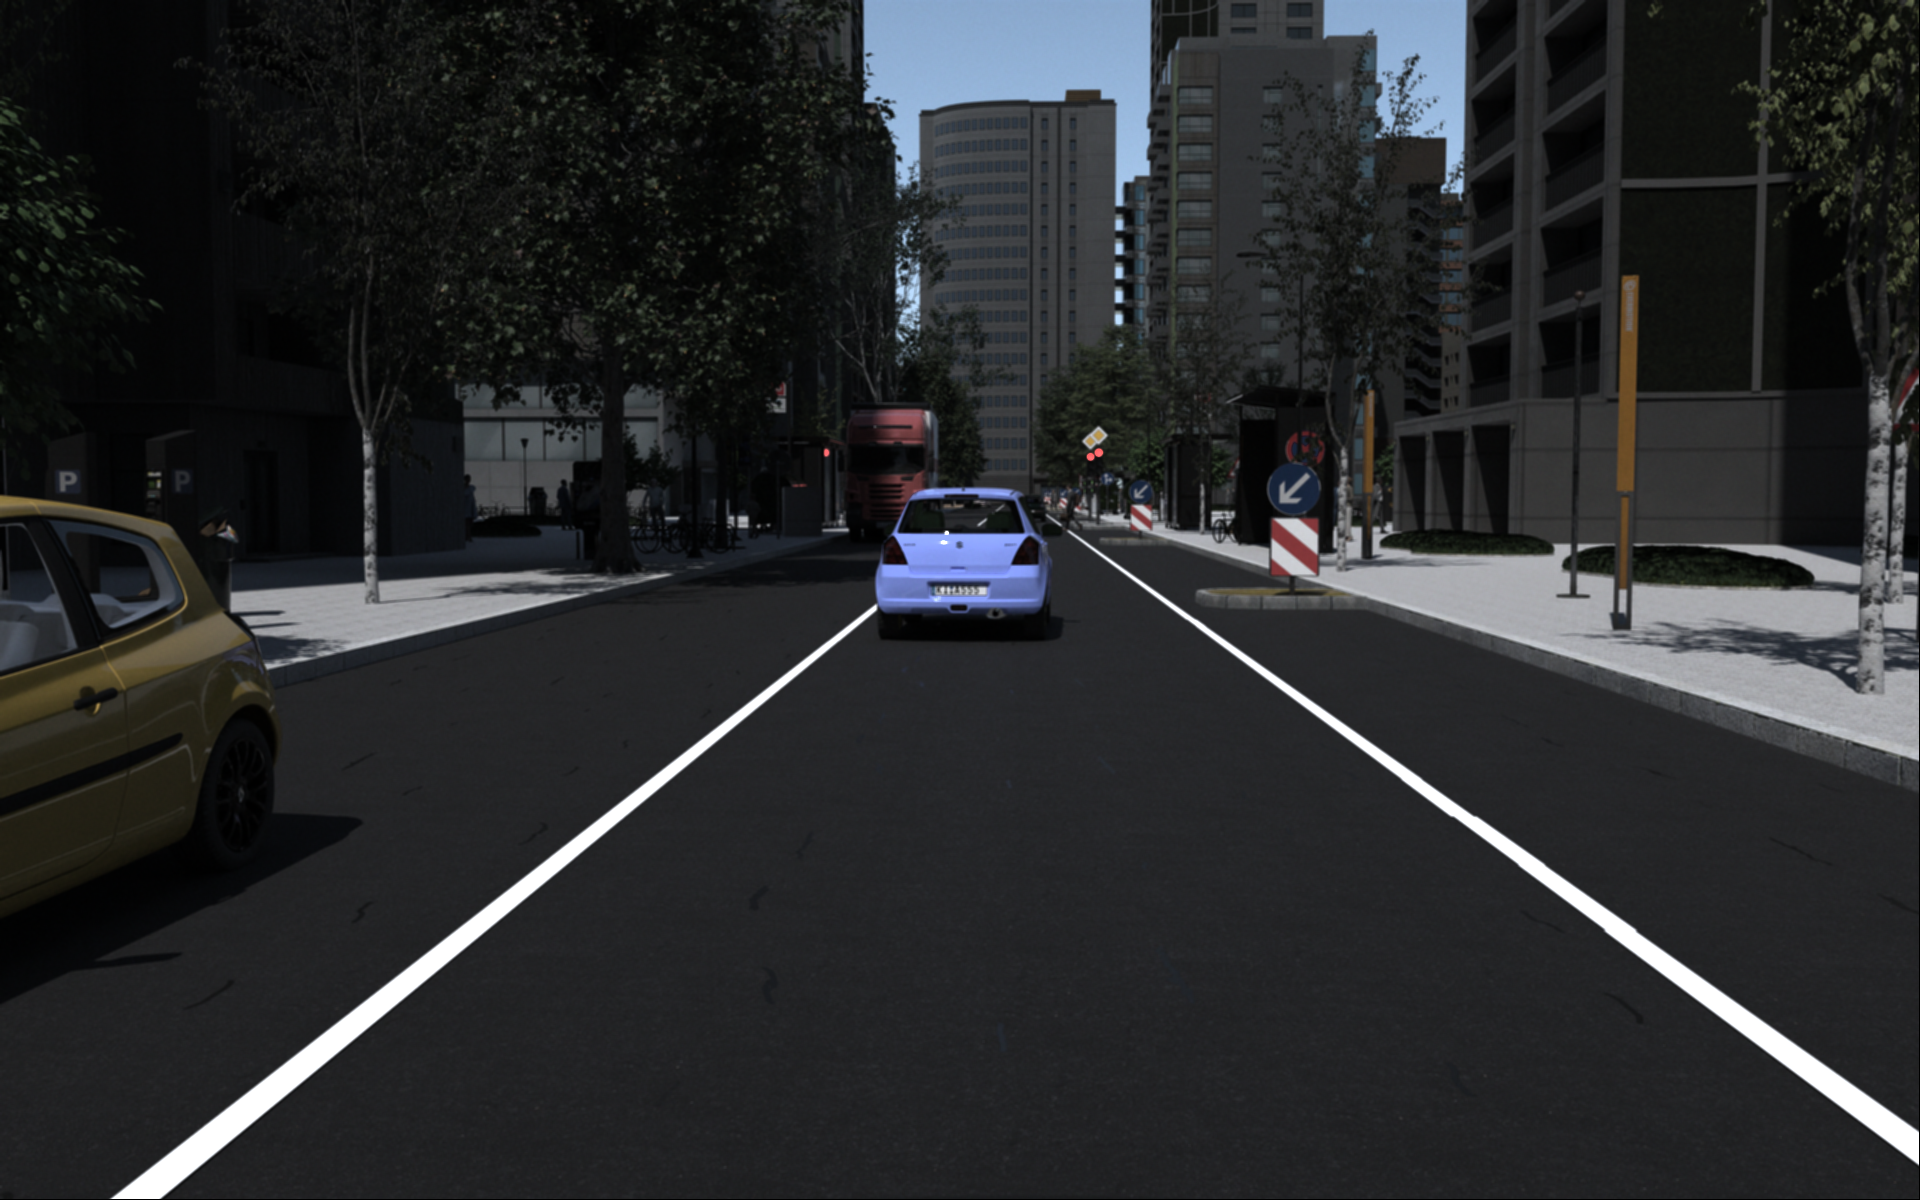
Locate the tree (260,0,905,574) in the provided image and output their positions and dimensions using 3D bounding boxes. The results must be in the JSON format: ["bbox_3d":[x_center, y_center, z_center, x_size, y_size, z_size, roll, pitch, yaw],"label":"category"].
[{"bbox_3d":[-5.679,-6.789,28.007,9.611,12.733,9.660,0,3,0],"label":"tree"}]

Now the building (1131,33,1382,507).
[{"bbox_3d":[31.627,-34.595,185.234,23.786,49.044,30.456,0,4,2],"label":"building"}]

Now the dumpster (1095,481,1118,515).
[{"bbox_3d":[9.140,-6.384,106.874,1.502,2.255,1.985,0,4,2],"label":"dumpster"}]

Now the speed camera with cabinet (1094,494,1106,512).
[{"bbox_3d":[10.332,-7.881,123.183,0.660,3.252,2.038,3,5,40],"label":"speed camera with cabinet"}]

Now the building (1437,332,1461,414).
[{"bbox_3d":[71.908,-22.132,206.903,28.899,21.520,27.650,0,4,2],"label":"building"}]

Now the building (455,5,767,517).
[{"bbox_3d":[-26.961,-31.638,106.516,28.713,52.752,27.495,0,4,2],"label":"building"}]

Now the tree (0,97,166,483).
[{"bbox_3d":[-7.200,-1.712,11.700,4.285,4.588,4.351,0,3,0],"label":"tree"}]

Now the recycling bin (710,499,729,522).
[{"bbox_3d":[-11.245,-4.182,80.937,0.722,1.027,0.722,1,4,14],"label":"recycling bin"}]

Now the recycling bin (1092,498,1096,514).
[{"bbox_3d":[8.805,-6.082,111.991,0.722,1.027,0.722,0,4,-3],"label":"recycling bin"}]

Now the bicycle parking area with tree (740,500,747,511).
[{"bbox_3d":[-19.942,-8.661,128.608,8.231,4.147,9.016,-1,4,-11],"label":"bicycle parking area with tree"}]

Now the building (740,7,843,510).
[{"bbox_3d":[-17.475,-28.109,143.173,14.154,41.232,14.086,0,4,2],"label":"building"}]

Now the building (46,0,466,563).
[{"bbox_3d":[-18.740,-15.966,32.738,14.160,30.474,14.107,0,4,2],"label":"building"}]

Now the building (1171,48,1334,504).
[{"bbox_3d":[26.803,-29.314,162.875,14.154,41.232,14.086,0,4,2],"label":"building"}]

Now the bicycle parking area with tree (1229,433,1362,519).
[{"bbox_3d":[17.860,-5.968,84.583,9.016,4.147,8.231,0,4,6],"label":"bicycle parking area with tree"}]

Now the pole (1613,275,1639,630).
[{"bbox_3d":[6.272,-1.374,16.306,0.158,3.312,0.155,0,3,0],"label":"pole"}]

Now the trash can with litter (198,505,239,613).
[{"bbox_3d":[-8.001,-0.391,17.785,1.055,1.170,0.624,-2,4,-31],"label":"trash can with litter"}]

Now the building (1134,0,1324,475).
[{"bbox_3d":[31.779,-47.205,210.055,20.563,71.187,20.611,0,4,2],"label":"building"}]

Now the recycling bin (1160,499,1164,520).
[{"bbox_3d":[10.201,-4.466,85.570,0.722,1.027,0.722,1,4,15],"label":"recycling bin"}]

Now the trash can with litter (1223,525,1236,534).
[{"bbox_3d":[8.904,-2.692,55.409,0.624,1.170,1.055,-3,5,-45],"label":"trash can with litter"}]

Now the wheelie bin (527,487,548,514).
[{"bbox_3d":[-19.489,-4.414,80.072,0.980,1.594,0.693,-3,5,-44],"label":"wheelie bin"}]

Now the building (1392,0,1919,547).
[{"bbox_3d":[24.668,-37.205,46.559,20.563,71.187,20.611,0,4,2],"label":"building"}]

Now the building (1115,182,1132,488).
[{"bbox_3d":[37.891,-38.959,256.583,30.456,49.044,23.786,0,4,2],"label":"building"}]

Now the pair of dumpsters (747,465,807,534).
[{"bbox_3d":[-5.964,-3.317,56.731,1.574,2.255,4.437,0,4,2],"label":"pair of dumpsters"}]

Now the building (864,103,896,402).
[{"bbox_3d":[-19.069,-35.984,212.047,21.600,48.544,21.300,0,4,2],"label":"building"}]

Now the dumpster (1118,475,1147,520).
[{"bbox_3d":[8.922,-5.198,87.475,1.502,2.255,1.985,0,4,2],"label":"dumpster"}]

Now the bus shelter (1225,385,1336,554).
[{"bbox_3d":[7.376,-2.996,40.262,1.731,3.624,6.357,0,4,2],"label":"bus shelter"}]

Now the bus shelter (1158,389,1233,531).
[{"bbox_3d":[8.567,-5.301,64.309,2.179,5.291,8.768,0,4,2],"label":"bus shelter"}]

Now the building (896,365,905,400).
[{"bbox_3d":[-20.420,-25.486,261.727,28.899,21.520,27.650,0,4,2],"label":"building"}]

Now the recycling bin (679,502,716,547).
[{"bbox_3d":[-6.489,-1.840,42.630,0.722,1.027,0.722,0,4,4],"label":"recycling bin"}]

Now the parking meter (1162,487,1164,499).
[{"bbox_3d":[10.380,-4.982,87.167,0.399,1.863,0.255,0,4,-2],"label":"parking meter"}]

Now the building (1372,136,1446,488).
[{"bbox_3d":[50.584,-34.447,213.324,14.200,45.320,14.600,0,4,2],"label":"building"}]

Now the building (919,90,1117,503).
[{"bbox_3d":[8.293,-43.666,255.943,28.212,58.520,21.231,0,4,2],"label":"building"}]

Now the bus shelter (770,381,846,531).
[{"bbox_3d":[-5.731,-5.287,64.073,2.179,5.291,8.768,0,4,2],"label":"bus shelter"}]

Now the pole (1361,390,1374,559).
[{"bbox_3d":[8.025,-2.460,34.066,0.158,3.312,0.155,0,3,0],"label":"pole"}]

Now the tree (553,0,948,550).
[{"bbox_3d":[-5.465,-7.945,40.263,12.009,13.543,11.850,0,3,0],"label":"tree"}]

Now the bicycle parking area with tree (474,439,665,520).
[{"bbox_3d":[-20.202,-6.213,88.585,8.231,4.147,9.016,2,4,35],"label":"bicycle parking area with tree"}]

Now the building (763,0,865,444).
[{"bbox_3d":[-18.805,-45.883,188.445,20.563,71.187,20.611,0,4,2],"label":"building"}]

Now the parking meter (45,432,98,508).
[{"bbox_3d":[-8.422,-0.656,16.445,0.399,1.863,0.255,0,4,-7],"label":"parking meter"}]

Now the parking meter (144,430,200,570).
[{"bbox_3d":[-7.142,-0.612,15.714,0.255,1.863,0.399,2,4,28],"label":"parking meter"}]

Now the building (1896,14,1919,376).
[{"bbox_3d":[21.695,-22.585,19.375,14.600,45.320,14.200,0,4,2],"label":"building"}]

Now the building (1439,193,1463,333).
[{"bbox_3d":[68.232,-36.697,254.616,28.867,44.769,22.147,0,4,2],"label":"building"}]

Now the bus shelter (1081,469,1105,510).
[{"bbox_3d":[10.429,-8.576,134.146,2.014,3.302,5.546,0,4,2],"label":"bus shelter"}]
